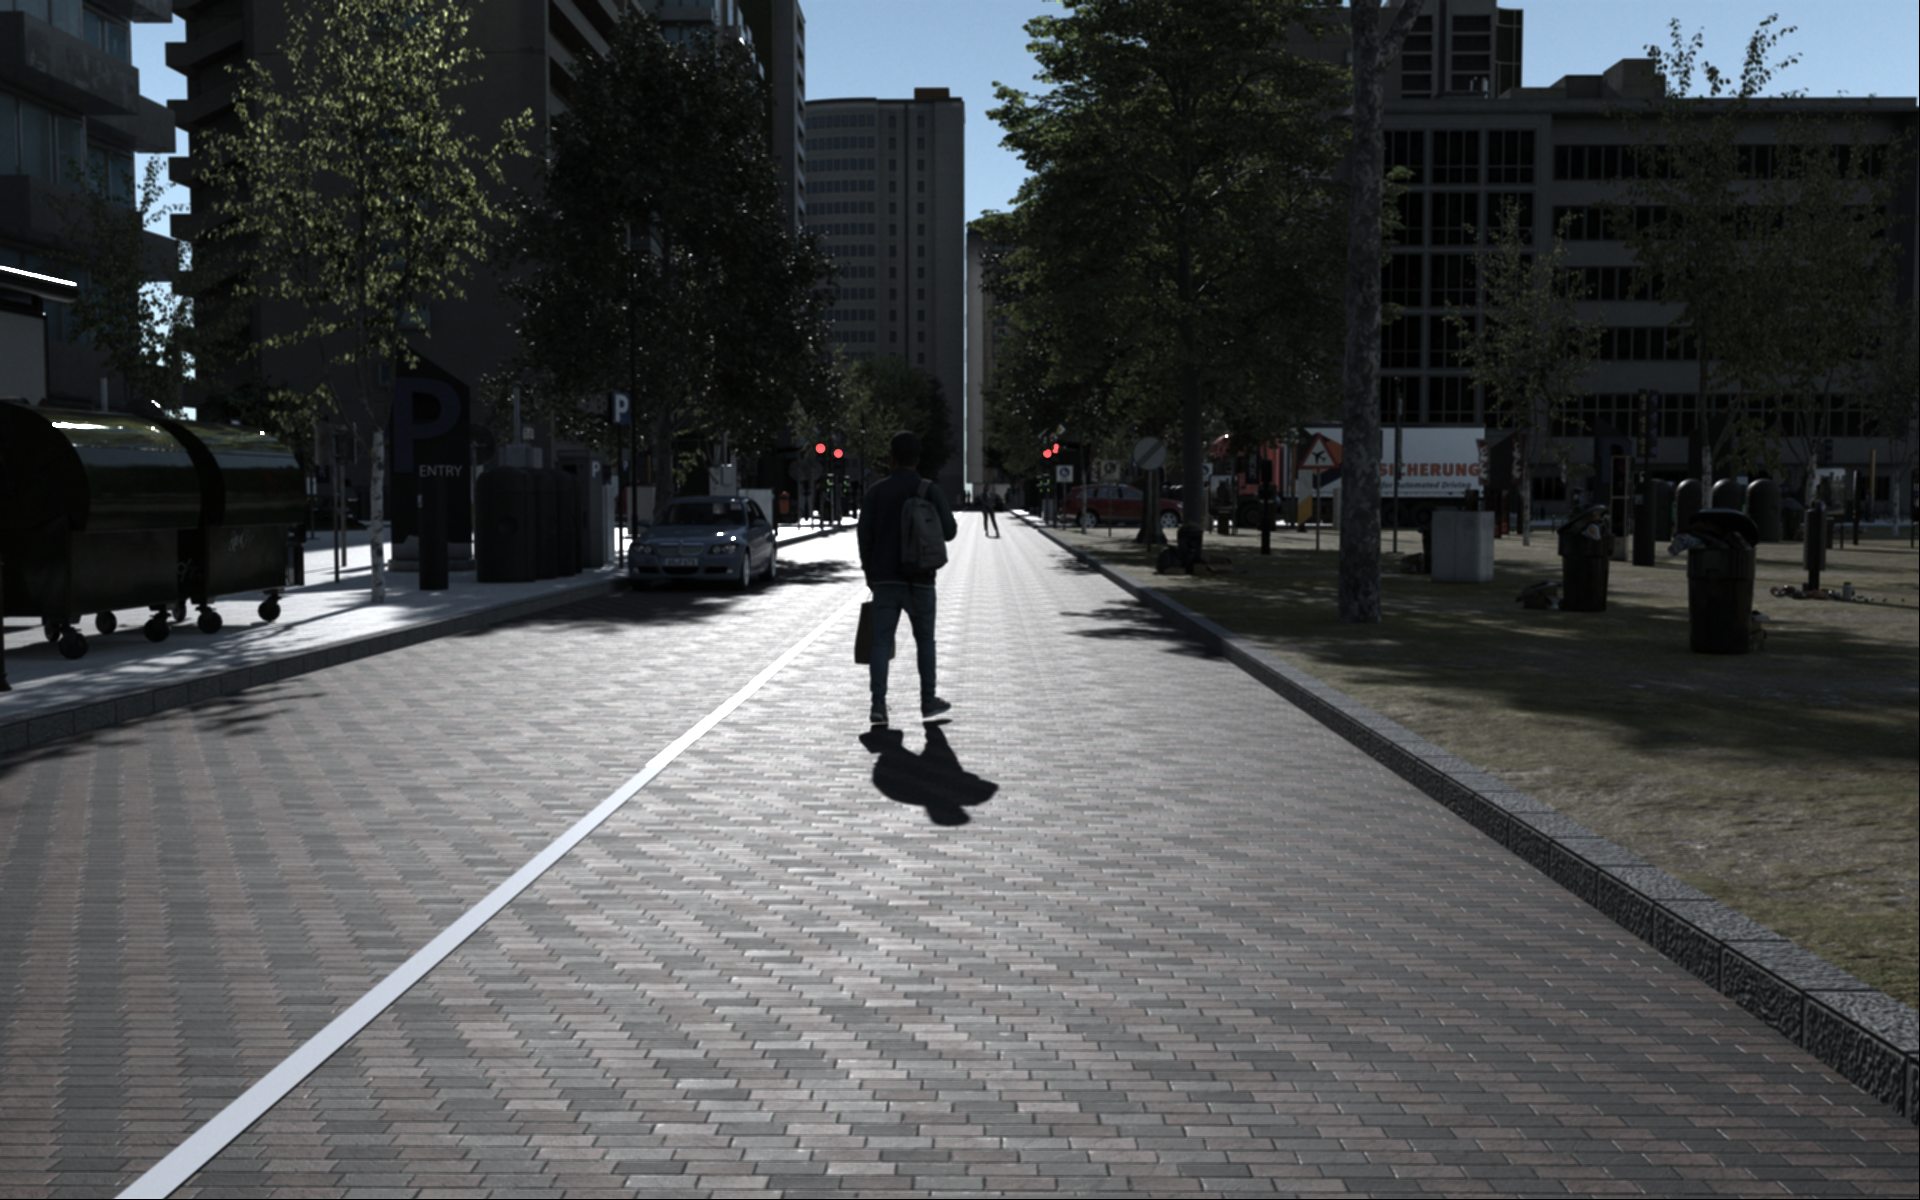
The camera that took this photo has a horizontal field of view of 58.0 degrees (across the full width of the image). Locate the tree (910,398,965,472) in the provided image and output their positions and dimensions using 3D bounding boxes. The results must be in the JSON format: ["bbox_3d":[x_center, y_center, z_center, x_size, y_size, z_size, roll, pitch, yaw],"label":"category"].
[{"bbox_3d":[-4.438,-18.318,209.873,12.009,13.543,11.850,0,3,0],"label":"tree"}]

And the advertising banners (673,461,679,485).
[{"bbox_3d":[-14.314,-5.883,92.368,2.074,3.025,0.090,1,4,14],"label":"advertising banners"}]

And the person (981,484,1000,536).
[{"bbox_3d":[1.031,-3.080,59.135,0.520,1.790,0.573,-3,5,-39],"label":"person"}]

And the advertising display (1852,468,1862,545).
[{"bbox_3d":[22.627,-2.355,43.717,0.123,1.923,0.974,2,4,23],"label":"advertising display"}]

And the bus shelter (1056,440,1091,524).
[{"bbox_3d":[4.893,-5.292,77.805,1.731,3.624,6.357,0,4,1],"label":"bus shelter"}]

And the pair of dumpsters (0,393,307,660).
[{"bbox_3d":[-7.385,-0.787,15.366,1.574,2.255,4.437,0,4,1],"label":"pair of dumpsters"}]

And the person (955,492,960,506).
[{"bbox_3d":[-0.214,-12.394,211.805,0.621,1.740,0.551,3,5,40],"label":"person"}]

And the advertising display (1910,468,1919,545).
[{"bbox_3d":[24.330,-2.332,43.334,0.974,1.923,0.123,1,4,14],"label":"advertising display"}]

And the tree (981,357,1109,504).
[{"bbox_3d":[5.092,-10.042,98.601,7.601,10.594,8.767,1,4,12],"label":"tree"}]

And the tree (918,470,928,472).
[{"bbox_3d":[-4.701,-12.488,187.886,4.285,4.588,4.351,0,3,0],"label":"tree"}]

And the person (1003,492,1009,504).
[{"bbox_3d":[6.059,-13.407,228.416,0.721,1.735,1.217,-3,5,-44],"label":"person"}]

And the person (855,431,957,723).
[{"bbox_3d":[-0.392,-0.144,10.844,0.794,1.824,0.713,2,4,25],"label":"person"}]

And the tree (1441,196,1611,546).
[{"bbox_3d":[13.966,-5.636,42.516,4.360,8.622,3.978,0,3,0],"label":"tree"}]

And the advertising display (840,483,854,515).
[{"bbox_3d":[-6.488,-5.717,98.683,0.974,1.923,0.123,1,4,14],"label":"advertising display"}]

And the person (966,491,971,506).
[{"bbox_3d":[0.963,-11.769,200.856,0.705,1.831,1.348,-2,4,-35],"label":"person"}]

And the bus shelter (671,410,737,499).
[{"bbox_3d":[-9.343,-5.110,61.180,2.179,5.291,8.768,0,4,1],"label":"bus shelter"}]

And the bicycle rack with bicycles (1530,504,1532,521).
[{"bbox_3d":[26.855,-4.257,82.988,2.852,0.926,2.925,1,4,18],"label":"bicycle rack with bicycles"}]

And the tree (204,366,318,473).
[{"bbox_3d":[-18.057,-3.728,44.663,4.285,4.588,4.351,0,3,0],"label":"tree"}]

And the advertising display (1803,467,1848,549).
[{"bbox_3d":[20.356,-2.174,40.760,0.974,1.923,0.123,0,4,-2],"label":"advertising display"}]

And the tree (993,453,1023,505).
[{"bbox_3d":[6.187,-15.867,209.792,4.737,8.622,4.395,0,3,0],"label":"tree"}]

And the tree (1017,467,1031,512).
[{"bbox_3d":[4.951,-7.885,123.525,1.663,3.219,1.824,0,3,0],"label":"tree"}]

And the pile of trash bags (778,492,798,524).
[{"bbox_3d":[-7.858,-3.966,74.603,1.912,1.369,3.447,-1,4,-19],"label":"pile of trash bags"}]

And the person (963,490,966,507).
[{"bbox_3d":[0.528,-11.616,198.058,0.705,1.869,1.348,0,4,1],"label":"person"}]

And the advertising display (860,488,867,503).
[{"bbox_3d":[-6.982,-7.620,129.793,0.974,1.923,0.123,0,4,-1],"label":"advertising display"}]

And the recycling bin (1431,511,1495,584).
[{"bbox_3d":[7.333,-0.777,25.254,0.722,1.027,0.722,2,4,33],"label":"recycling bin"}]

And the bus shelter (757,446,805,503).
[{"bbox_3d":[-8.957,-5.868,87.221,1.731,3.624,6.357,0,4,1],"label":"bus shelter"}]

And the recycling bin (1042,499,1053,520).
[{"bbox_3d":[4.432,-4.460,85.471,0.722,1.027,0.722,0,4,-3],"label":"recycling bin"}]

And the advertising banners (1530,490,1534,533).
[{"bbox_3d":[17.363,-3.614,55.274,2.074,3.025,0.090,-1,4,-14],"label":"advertising banners"}]

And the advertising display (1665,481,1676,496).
[{"bbox_3d":[34.031,-4.784,83.426,0.123,1.923,0.974,-1,4,-23],"label":"advertising display"}]

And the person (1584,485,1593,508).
[{"bbox_3d":[24.548,-3.579,67.008,0.794,1.824,0.713,-3,4,-38],"label":"person"}]

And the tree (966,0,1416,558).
[{"bbox_3d":[3.669,-6.826,29.737,7.486,12.596,7.792,0,3,0],"label":"tree"}]

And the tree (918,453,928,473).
[{"bbox_3d":[-4.492,-14.900,193.973,4.360,8.622,3.978,0,3,0],"label":"tree"}]

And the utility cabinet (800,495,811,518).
[{"bbox_3d":[-8.542,-5.074,94.125,1.020,1.237,0.306,1,4,21],"label":"utility cabinet"}]

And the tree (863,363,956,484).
[{"bbox_3d":[-4.997,-16.118,170.180,9.857,13.997,8.962,0,3,0],"label":"tree"}]

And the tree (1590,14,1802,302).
[{"bbox_3d":[12.007,-4.693,27.093,4.737,8.622,4.395,0,3,0],"label":"tree"}]

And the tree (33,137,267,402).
[{"bbox_3d":[-17.266,-5.277,36.641,4.737,8.622,4.395,0,3,0],"label":"tree"}]

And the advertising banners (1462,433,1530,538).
[{"bbox_3d":[15.591,-3.326,50.574,0.090,3.025,2.074,-3,5,-41],"label":"advertising banners"}]

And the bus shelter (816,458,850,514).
[{"bbox_3d":[-8.357,-7.539,114.553,1.731,3.624,6.357,0,4,1],"label":"bus shelter"}]

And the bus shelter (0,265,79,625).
[{"bbox_3d":[-9.782,-2.141,12.644,2.179,5.291,8.768,0,4,1],"label":"bus shelter"}]

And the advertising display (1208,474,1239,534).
[{"bbox_3d":[8.482,-3.091,55.752,0.974,1.923,0.123,0,4,-4],"label":"advertising display"}]

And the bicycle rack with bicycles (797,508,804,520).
[{"bbox_3d":[-9.159,-4.234,82.600,2.925,0.926,2.852,1,4,12],"label":"bicycle rack with bicycles"}]

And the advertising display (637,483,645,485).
[{"bbox_3d":[-18.651,-5.867,101.132,0.974,1.923,0.123,3,4,37],"label":"advertising display"}]

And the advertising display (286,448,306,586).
[{"bbox_3d":[-9.428,-1.180,24.514,0.123,1.923,0.974,-2,4,-33],"label":"advertising display"}]

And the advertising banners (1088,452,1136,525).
[{"bbox_3d":[6.351,-4.633,71.939,2.074,3.025,0.090,0,4,5],"label":"advertising banners"}]

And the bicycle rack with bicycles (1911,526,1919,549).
[{"bbox_3d":[23.601,-1.650,40.352,2.852,0.926,2.925,-1,4,-15],"label":"bicycle rack with bicycles"}]

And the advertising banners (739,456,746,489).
[{"bbox_3d":[-7.477,-4.005,61.672,0.090,3.025,2.074,-1,4,-21],"label":"advertising banners"}]

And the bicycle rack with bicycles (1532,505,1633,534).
[{"bbox_3d":[20.626,-2.602,55.917,2.925,0.926,2.852,-3,5,-41],"label":"bicycle rack with bicycles"}]

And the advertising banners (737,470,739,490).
[{"bbox_3d":[-16.671,-7.885,125.108,2.074,3.025,0.090,-1,4,-20],"label":"advertising banners"}]

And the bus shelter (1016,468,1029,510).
[{"bbox_3d":[5.485,-8.770,137.315,2.014,3.302,5.546,0,4,1],"label":"bus shelter"}]

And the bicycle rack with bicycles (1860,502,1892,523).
[{"bbox_3d":[40.510,-3.919,77.464,2.925,0.926,2.852,-1,4,-21],"label":"bicycle rack with bicycles"}]

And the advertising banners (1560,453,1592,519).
[{"bbox_3d":[25.863,-4.680,72.711,0.090,3.025,2.074,-1,4,-21],"label":"advertising banners"}]
